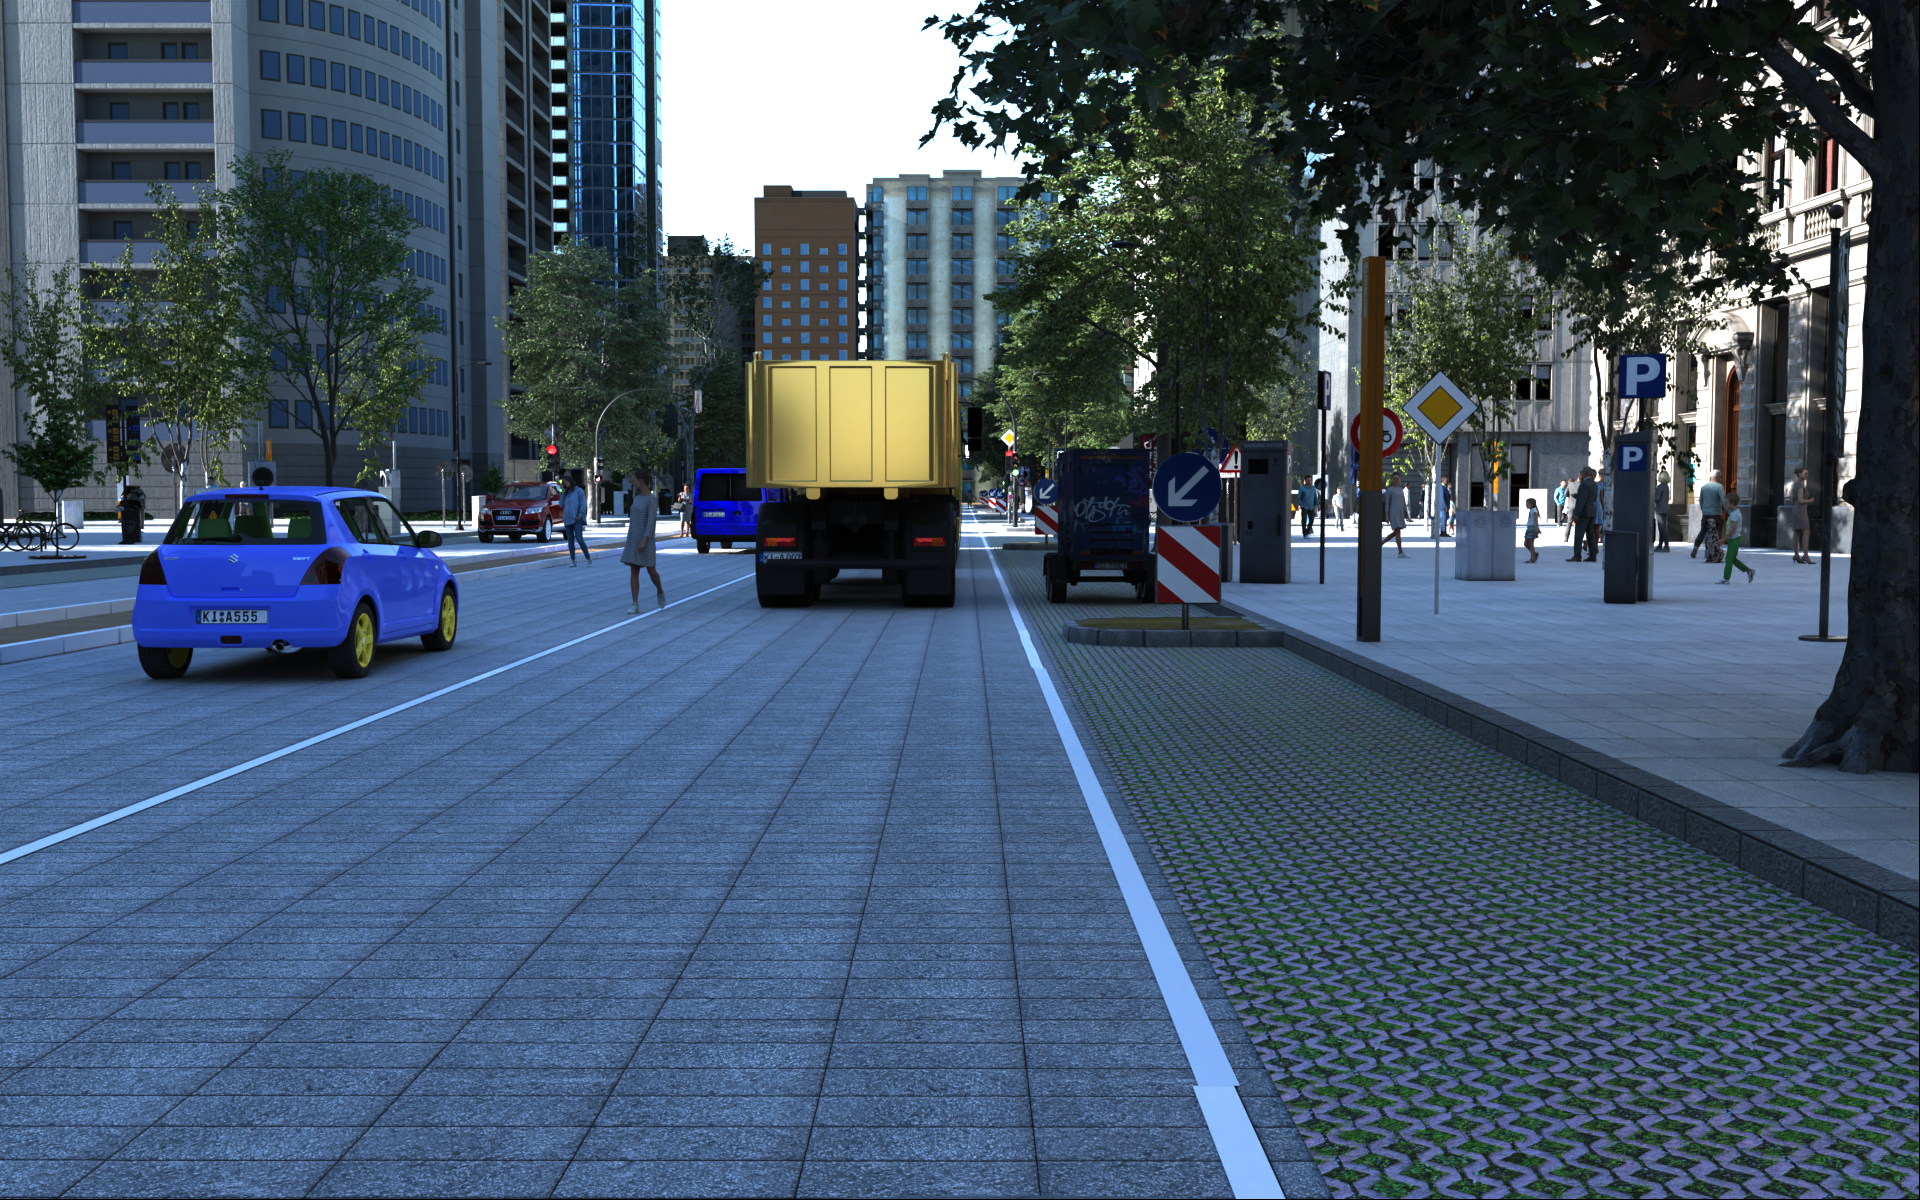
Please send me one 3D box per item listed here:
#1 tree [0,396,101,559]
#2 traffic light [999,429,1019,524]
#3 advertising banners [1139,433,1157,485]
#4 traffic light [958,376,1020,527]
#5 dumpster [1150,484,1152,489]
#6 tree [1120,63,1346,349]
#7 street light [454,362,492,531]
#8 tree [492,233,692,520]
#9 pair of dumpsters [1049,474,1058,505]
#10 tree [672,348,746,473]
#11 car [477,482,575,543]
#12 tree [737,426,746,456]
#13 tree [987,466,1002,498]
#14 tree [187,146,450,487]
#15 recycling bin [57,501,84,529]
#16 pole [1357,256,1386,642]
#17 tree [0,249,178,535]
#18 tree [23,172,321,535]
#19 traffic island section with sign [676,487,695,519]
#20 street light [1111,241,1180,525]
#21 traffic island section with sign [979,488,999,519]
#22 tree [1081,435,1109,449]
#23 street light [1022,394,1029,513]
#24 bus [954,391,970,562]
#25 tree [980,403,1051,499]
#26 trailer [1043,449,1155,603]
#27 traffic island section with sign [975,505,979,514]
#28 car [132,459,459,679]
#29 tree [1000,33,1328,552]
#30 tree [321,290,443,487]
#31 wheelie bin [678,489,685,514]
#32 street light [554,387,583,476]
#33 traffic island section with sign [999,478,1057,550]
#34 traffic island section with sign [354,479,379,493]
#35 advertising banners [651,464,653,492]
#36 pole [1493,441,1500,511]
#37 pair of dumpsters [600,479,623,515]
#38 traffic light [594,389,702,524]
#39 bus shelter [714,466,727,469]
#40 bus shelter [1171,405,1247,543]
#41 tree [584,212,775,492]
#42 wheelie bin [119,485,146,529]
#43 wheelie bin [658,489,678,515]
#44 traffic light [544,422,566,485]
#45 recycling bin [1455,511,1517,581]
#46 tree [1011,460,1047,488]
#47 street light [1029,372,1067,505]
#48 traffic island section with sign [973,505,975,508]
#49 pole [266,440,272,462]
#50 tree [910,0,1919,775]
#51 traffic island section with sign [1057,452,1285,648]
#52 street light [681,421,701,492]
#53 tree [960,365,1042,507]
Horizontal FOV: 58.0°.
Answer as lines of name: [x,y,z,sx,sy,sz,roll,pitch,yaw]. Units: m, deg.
tree: [-17.850,-2.434,34.395,1.663,3.219,1.824,0,3,0]
traffic light: [2.123,-5.256,74.862,0.839,4.253,0.868,0,4,0]
advertising banners: [4.549,-3.219,48.816,2.074,3.025,0.090,0,4,-7]
traffic light: [0.011,-5.631,66.740,4.771,5.953,1.251,0,4,0]
dumpster: [8.519,-4.756,80.251,1.502,2.255,1.985,0,4,0]
tree: [4.376,-4.773,28.403,4.737,8.622,4.395,0,3,0]
street light: [-17.092,-5.401,60.848,1.470,5.913,1.316,0,4,0]
tree: [-17.984,-10.873,84.425,9.857,13.997,8.962,0,3,0]
pair of dumpsters: [4.684,-4.571,77.228,1.574,2.255,4.437,0,3,0]
tree: [-18.332,-13.188,133.747,7.486,12.596,7.792,0,3,0]
car: [-13.091,-2.689,52.643,2.281,1.827,5.304,0,4,1]
tree: [-18.169,-12.465,154.157,4.360,8.622,3.978,0,3,0]
tree: [4.930,-16.602,221.798,4.737,8.622,4.395,0,3,0]
tree: [-19.128,-7.737,52.258,9.928,11.665,9.643,0,3,0]
recycling bin: [-32.833,-3.137,63.848,0.722,1.027,0.722,3,4,37]
pole: [3.561,-1.294,15.000,0.158,3.312,0.155,0,3,0]
tree: [-27.667,-6.304,53.429,4.737,8.622,4.395,0,3,0]
tree: [-17.949,-5.452,39.505,4.737,8.622,4.395,0,3,0]
traffic island section with sign: [-15.285,-5.604,100.248,1.989,1.847,2.006,0,4,0]
street light: [3.480,-3.636,31.988,1.470,5.913,1.316,0,4,0]
traffic island section with sign: [2.224,-5.562,99.574,1.989,1.847,2.006,0,4,0]
tree: [4.695,-3.823,57.101,1.663,3.219,1.824,0,3,0]
street light: [3.622,-6.612,80.641,1.470,5.913,1.316,0,4,0]
bus: [-1.216,-2.899,38.952,2.896,3.916,12.252,0,4,0]
tree: [5.438,-13.294,143.114,9.928,11.665,9.643,0,3,0]
trailer: [1.871,-1.019,23.712,1.471,1.999,3.904,0,4,-1]
traffic island section with sign: [2.298,-7.248,127.126,1.989,1.847,2.006,0,4,0]
car: [-5.491,-0.315,14.747,1.945,1.707,3.694,0,4,-1]
tree: [4.388,-7.354,38.362,7.486,12.596,7.792,0,3,0]
tree: [-20.398,-6.769,61.033,4.737,8.622,4.395,0,3,0]
wheelie bin: [-17.800,-6.335,111.480,0.980,1.594,0.693,-3,5,-42]
street light: [-17.053,-6.288,75.354,1.470,5.913,1.316,0,4,0]
traffic island section with sign: [2.100,-2.210,44.754,1.989,1.847,2.006,0,4,0]
traffic island section with sign: [-15.422,-2.199,44.575,1.989,1.847,2.006,0,4,0]
advertising banners: [-18.190,-6.447,101.597,0.090,3.025,2.074,-1,4,-20]
pole: [20.719,-4.468,66.888,0.158,3.312,0.155,0,3,0]
pair of dumpsters: [-21.414,-6.413,107.351,1.574,2.255,4.437,0,3,0]
traffic light: [-13.546,-6.132,74.920,4.771,5.953,1.251,0,4,0]
bus shelter: [-20.816,-9.523,146.983,1.731,3.624,6.357,0,4,0]
bus shelter: [6.709,-3.481,48.204,1.731,3.624,6.357,0,4,0]
tree: [-19.281,-15.989,117.308,12.611,20.169,13.585,0,3,0]
wheelie bin: [-30.338,-3.408,63.624,0.693,1.594,0.980,1,4,22]
wheelie bin: [-17.935,-5.962,105.389,0.980,1.594,0.693,2,4,25]
traffic light: [-15.658,-4.770,66.905,0.839,4.253,0.868,0,4,0]
recycling bin: [7.850,-0.815,25.883,0.722,1.027,0.722,0,4,0]
tree: [5.348,-9.055,131.768,4.285,4.588,4.351,0,3,0]
street light: [3.521,-5.733,66.275,1.470,5.913,1.316,0,4,0]
traffic island section with sign: [2.423,-10.301,177.050,1.989,1.847,2.006,0,4,0]
pole: [-26.050,-4.375,65.367,0.158,3.312,0.155,0,3,0]
tree: [4.354,-5.559,7.905,9.611,12.733,9.660,0,3,0]
traffic island section with sign: [2.030,-0.514,17.029,1.989,1.847,2.006,0,4,0]
street light: [-17.050,-8.385,109.634,1.470,5.913,1.316,0,4,0]
tree: [4.397,-15.874,166.190,9.857,13.997,8.962,0,3,0]
